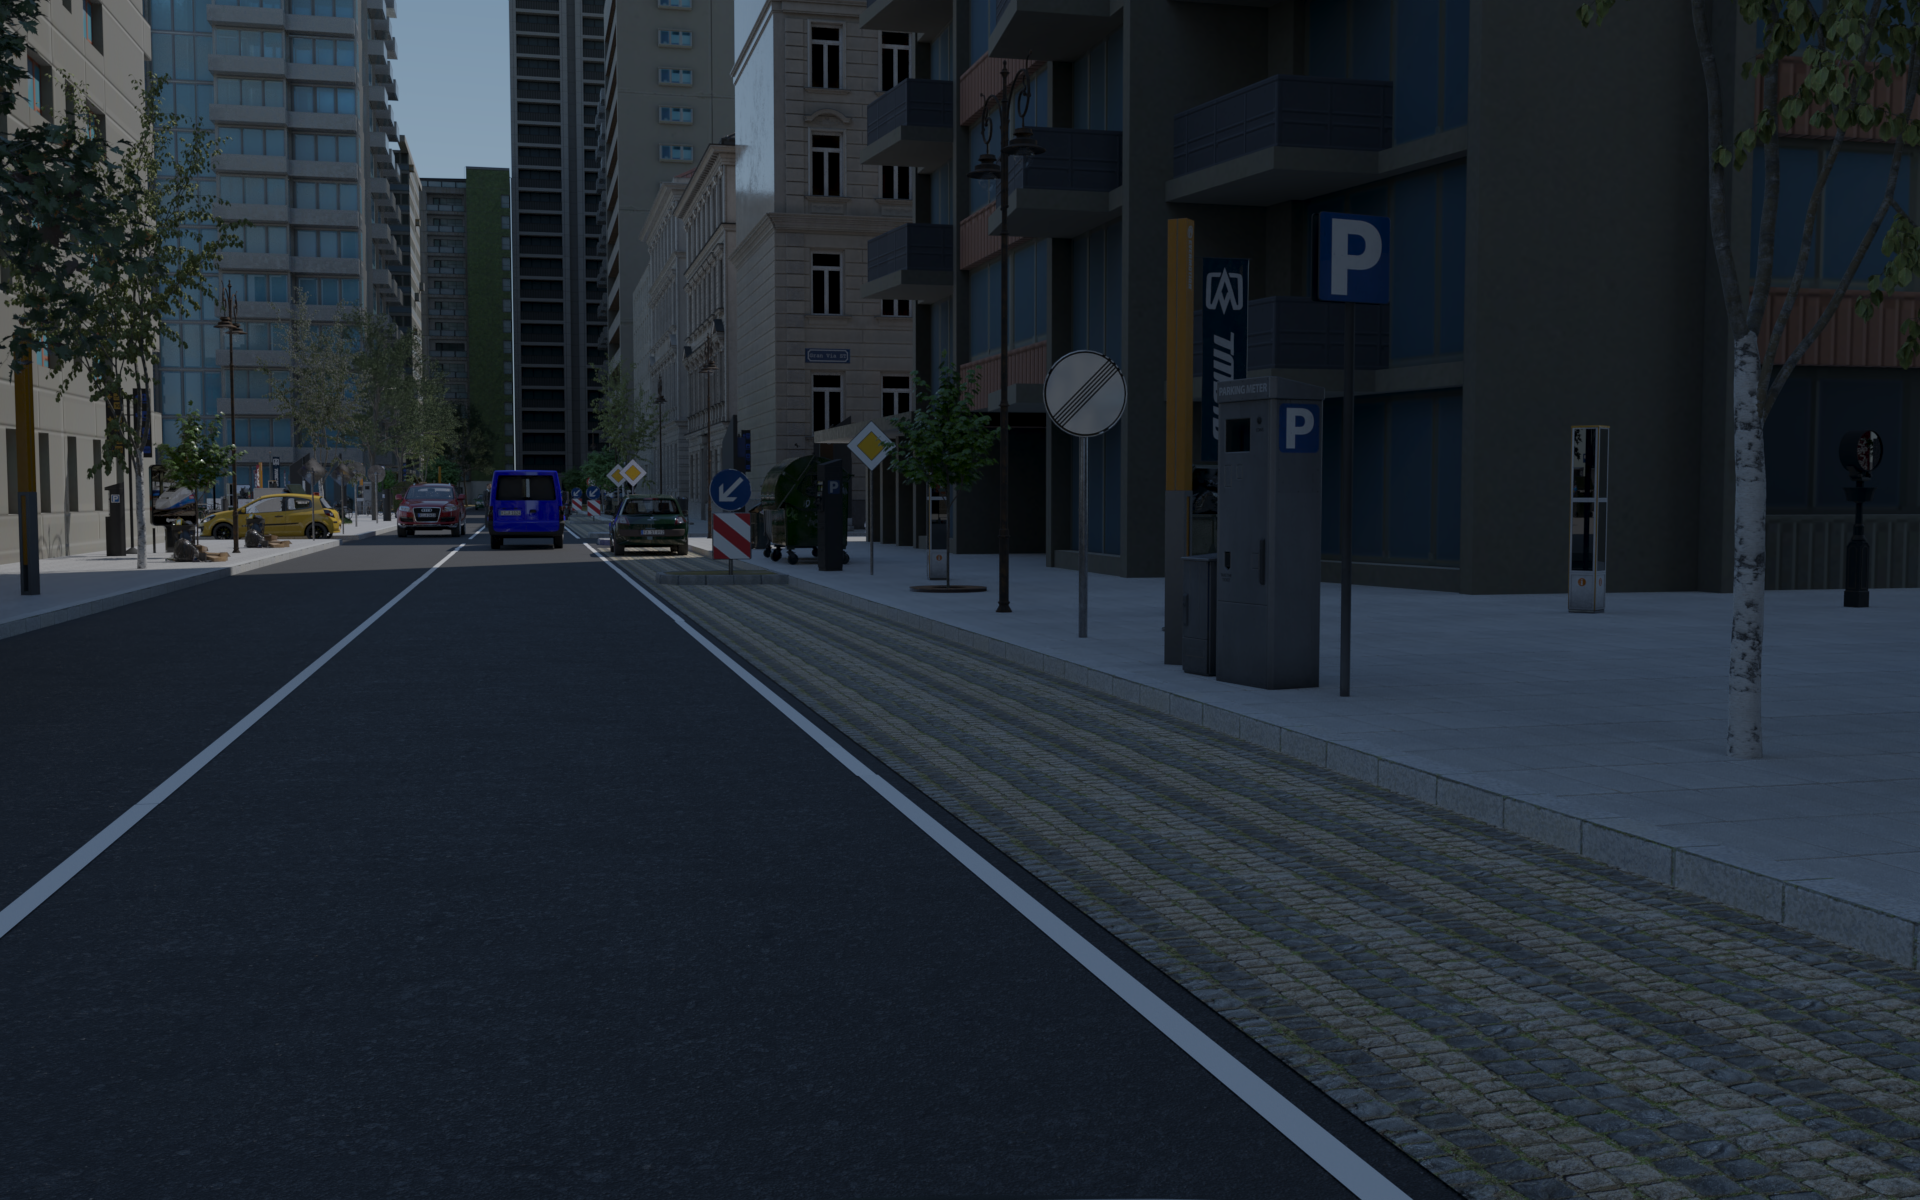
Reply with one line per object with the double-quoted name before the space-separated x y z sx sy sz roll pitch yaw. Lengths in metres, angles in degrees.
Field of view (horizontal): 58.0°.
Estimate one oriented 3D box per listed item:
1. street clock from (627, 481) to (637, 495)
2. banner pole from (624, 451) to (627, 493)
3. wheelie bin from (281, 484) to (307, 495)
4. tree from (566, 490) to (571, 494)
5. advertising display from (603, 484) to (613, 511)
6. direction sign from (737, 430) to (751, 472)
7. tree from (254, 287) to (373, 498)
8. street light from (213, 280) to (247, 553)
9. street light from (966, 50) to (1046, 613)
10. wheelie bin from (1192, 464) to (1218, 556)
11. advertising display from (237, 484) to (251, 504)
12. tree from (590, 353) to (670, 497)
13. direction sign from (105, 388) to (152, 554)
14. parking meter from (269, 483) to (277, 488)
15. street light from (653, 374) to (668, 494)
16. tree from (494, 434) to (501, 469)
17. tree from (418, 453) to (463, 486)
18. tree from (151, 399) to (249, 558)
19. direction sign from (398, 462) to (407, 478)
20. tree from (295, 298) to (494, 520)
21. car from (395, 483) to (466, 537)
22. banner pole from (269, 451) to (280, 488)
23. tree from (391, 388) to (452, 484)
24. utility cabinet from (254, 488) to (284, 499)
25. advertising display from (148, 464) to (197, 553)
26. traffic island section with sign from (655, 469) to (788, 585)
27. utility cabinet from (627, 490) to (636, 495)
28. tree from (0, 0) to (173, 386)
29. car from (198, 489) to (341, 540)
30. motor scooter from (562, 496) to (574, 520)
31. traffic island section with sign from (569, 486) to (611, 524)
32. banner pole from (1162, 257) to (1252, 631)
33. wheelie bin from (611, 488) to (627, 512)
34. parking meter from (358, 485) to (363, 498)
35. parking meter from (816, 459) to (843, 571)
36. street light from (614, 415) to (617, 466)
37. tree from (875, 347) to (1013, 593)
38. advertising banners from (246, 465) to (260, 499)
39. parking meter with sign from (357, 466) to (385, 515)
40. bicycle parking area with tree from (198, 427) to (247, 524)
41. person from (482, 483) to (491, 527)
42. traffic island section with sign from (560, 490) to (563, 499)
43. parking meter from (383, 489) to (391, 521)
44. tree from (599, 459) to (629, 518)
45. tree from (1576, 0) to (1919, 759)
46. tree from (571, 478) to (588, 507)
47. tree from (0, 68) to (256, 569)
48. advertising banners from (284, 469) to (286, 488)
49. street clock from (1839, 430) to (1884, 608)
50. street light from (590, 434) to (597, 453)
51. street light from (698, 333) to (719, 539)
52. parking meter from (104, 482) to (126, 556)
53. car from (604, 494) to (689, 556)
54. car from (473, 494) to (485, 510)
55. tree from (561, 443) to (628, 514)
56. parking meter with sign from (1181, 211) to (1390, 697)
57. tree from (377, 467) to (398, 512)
"street clock" -15.658 -4.779 82.706 0.471 2.002 0.358 -1 4 -14
"banner pole" -19.485 -6.785 100.944 0.401 3.779 0.863 -2 4 -25
"wheelie bin" -20.943 -2.846 54.438 0.693 1.594 0.980 1 4 20
"tree" -45.700 -12.786 203.644 1.663 3.219 1.824 0 3 0
"advertising display" -21.896 -6.325 108.624 0.974 1.923 0.123 1 4 13
"direction sign" -7.783 -4.225 61.077 0.876 3.537 0.379 -2 4 -30
"tree" -22.648 -6.779 61.201 4.360 8.622 3.978 0 3 0
"street light" -15.750 -3.959 37.515 0.468 5.910 1.993 -1 4 -14
"street light" 0.477 -2.804 18.627 0.468 5.910 1.993 -1 4 -14
"wheelie bin" 2.648 -0.640 18.365 0.693 1.594 0.980 3 5 43
"advertising display" -48.134 -6.794 116.296 0.974 1.923 0.123 -3 5 -39
"tree" -17.440 -8.553 90.210 4.737 8.622 4.395 0 3 0
"direction sign" -17.744 -2.755 37.036 0.876 3.537 0.379 -1 4 -20
"parking meter" -36.491 -5.279 92.023 0.399 1.863 0.255 2 4 32
"street light" -11.555 -5.753 66.846 0.468 5.910 1.993 -1 4 -14
"tree" -31.643 -10.034 98.472 8.767 10.594 7.601 3 4 39
"tree" -44.409 -10.016 147.478 4.285 4.588 4.351 0 3 0
"tree" -15.667 -2.491 35.334 1.663 3.219 1.824 0 3 0
"direction sign" -39.933 -8.079 124.087 0.876 3.537 0.379 2 4 34
"tree" -28.671 -9.125 83.600 8.767 10.594 7.601 2 4 32
"car" -18.040 -3.092 59.220 2.281 1.827 5.304 -1 4 -13
"banner pole" -40.272 -6.831 101.701 0.401 3.779 0.863 3 4 37
"tree" -34.438 -9.822 110.957 4.737 8.622 4.395 0 3 0
"utility cabinet" -25.593 -3.406 64.362 1.173 1.500 0.318 -2 4 -27
"advertising display" -17.235 -2.002 37.953 0.974 1.923 0.123 -3 5 -45
"traffic island section with sign" -3.899 -1.186 28.019 1.989 1.847 2.006 -1 4 -14
"utility cabinet" -16.420 -4.767 86.620 0.318 1.500 1.173 -1 4 -19
"tree" -10.879 -5.836 12.428 9.611 12.733 9.660 0 3 0
"car" -20.671 -2.550 51.922 3.980 1.641 2.015 -1 4 -13
"motor scooter" -21.560 -5.021 94.878 0.815 1.314 1.986 -1 4 -13
"traffic island section with sign" -17.590 -4.519 82.509 1.989 1.847 2.006 -1 4 -14
"banner pole" 2.315 -1.600 16.177 0.863 3.779 0.401 -1 4 -14
"wheelie bin" -18.094 -5.154 92.170 0.980 1.594 0.693 2 4 24
"parking meter" -39.286 -6.595 113.541 0.255 1.863 0.399 0 4 -5
"parking meter" -2.175 -1.416 28.858 0.399 1.863 0.255 -2 4 -33
"street light" -19.610 -7.701 98.694 0.468 5.910 1.993 -1 4 -14
"tree" -0.176 -1.737 23.002 1.663 3.219 1.824 0 3 0
"advertising banners" -41.600 -6.471 101.989 0.090 3.025 2.074 0 4 -1
"parking meter with sign" -36.721 -6.820 107.767 1.738 3.016 0.543 0 4 5
"bicycle parking area with tree" -34.184 -5.258 72.967 8.231 4.147 9.016 1 4 10
"person" -20.264 -4.079 74.558 0.474 1.900 0.648 0 4 5
"traffic island section with sign" -24.171 -6.118 108.652 1.989 1.847 2.006 -1 4 -14
"parking meter" -27.088 -4.493 81.869 0.372 1.533 0.369 0 3 0
"tree" -20.815 -6.740 104.804 1.663 3.219 1.824 0 3 0
"tree" 3.888 -3.524 7.976 4.737 8.622 4.395 0 3 0
"tree" -38.570 -11.181 177.417 1.663 3.219 1.824 0 3 0
"tree" -14.270 -4.834 29.401 4.737 8.622 4.395 0 3 0
"advertising banners" -47.511 -7.711 122.268 0.090 3.025 2.074 -2 4 -30
"street clock" 10.172 -0.919 19.597 0.471 2.002 0.358 -2 4 -27
"street light" -27.461 -9.602 129.776 0.468 5.910 1.993 -1 4 -14
"street light" -7.206 -4.705 49.714 0.468 5.910 1.993 -1 4 -14
"parking meter" -17.444 -1.673 35.764 0.372 1.533 0.369 0 3 0
"car" -7.484 -1.938 41.481 2.009 1.686 4.222 -1 4 -13
"car" -42.559 -8.781 155.359 2.131 1.459 4.920 -1 4 -15
"tree" -23.082 -7.896 112.808 4.285 4.588 4.351 0 3 0
"parking meter with sign" 2.090 -0.941 11.638 0.543 3.016 1.738 -2 4 -25
"tree" -41.269 -7.992 125.273 1.663 3.219 1.824 0 3 0
